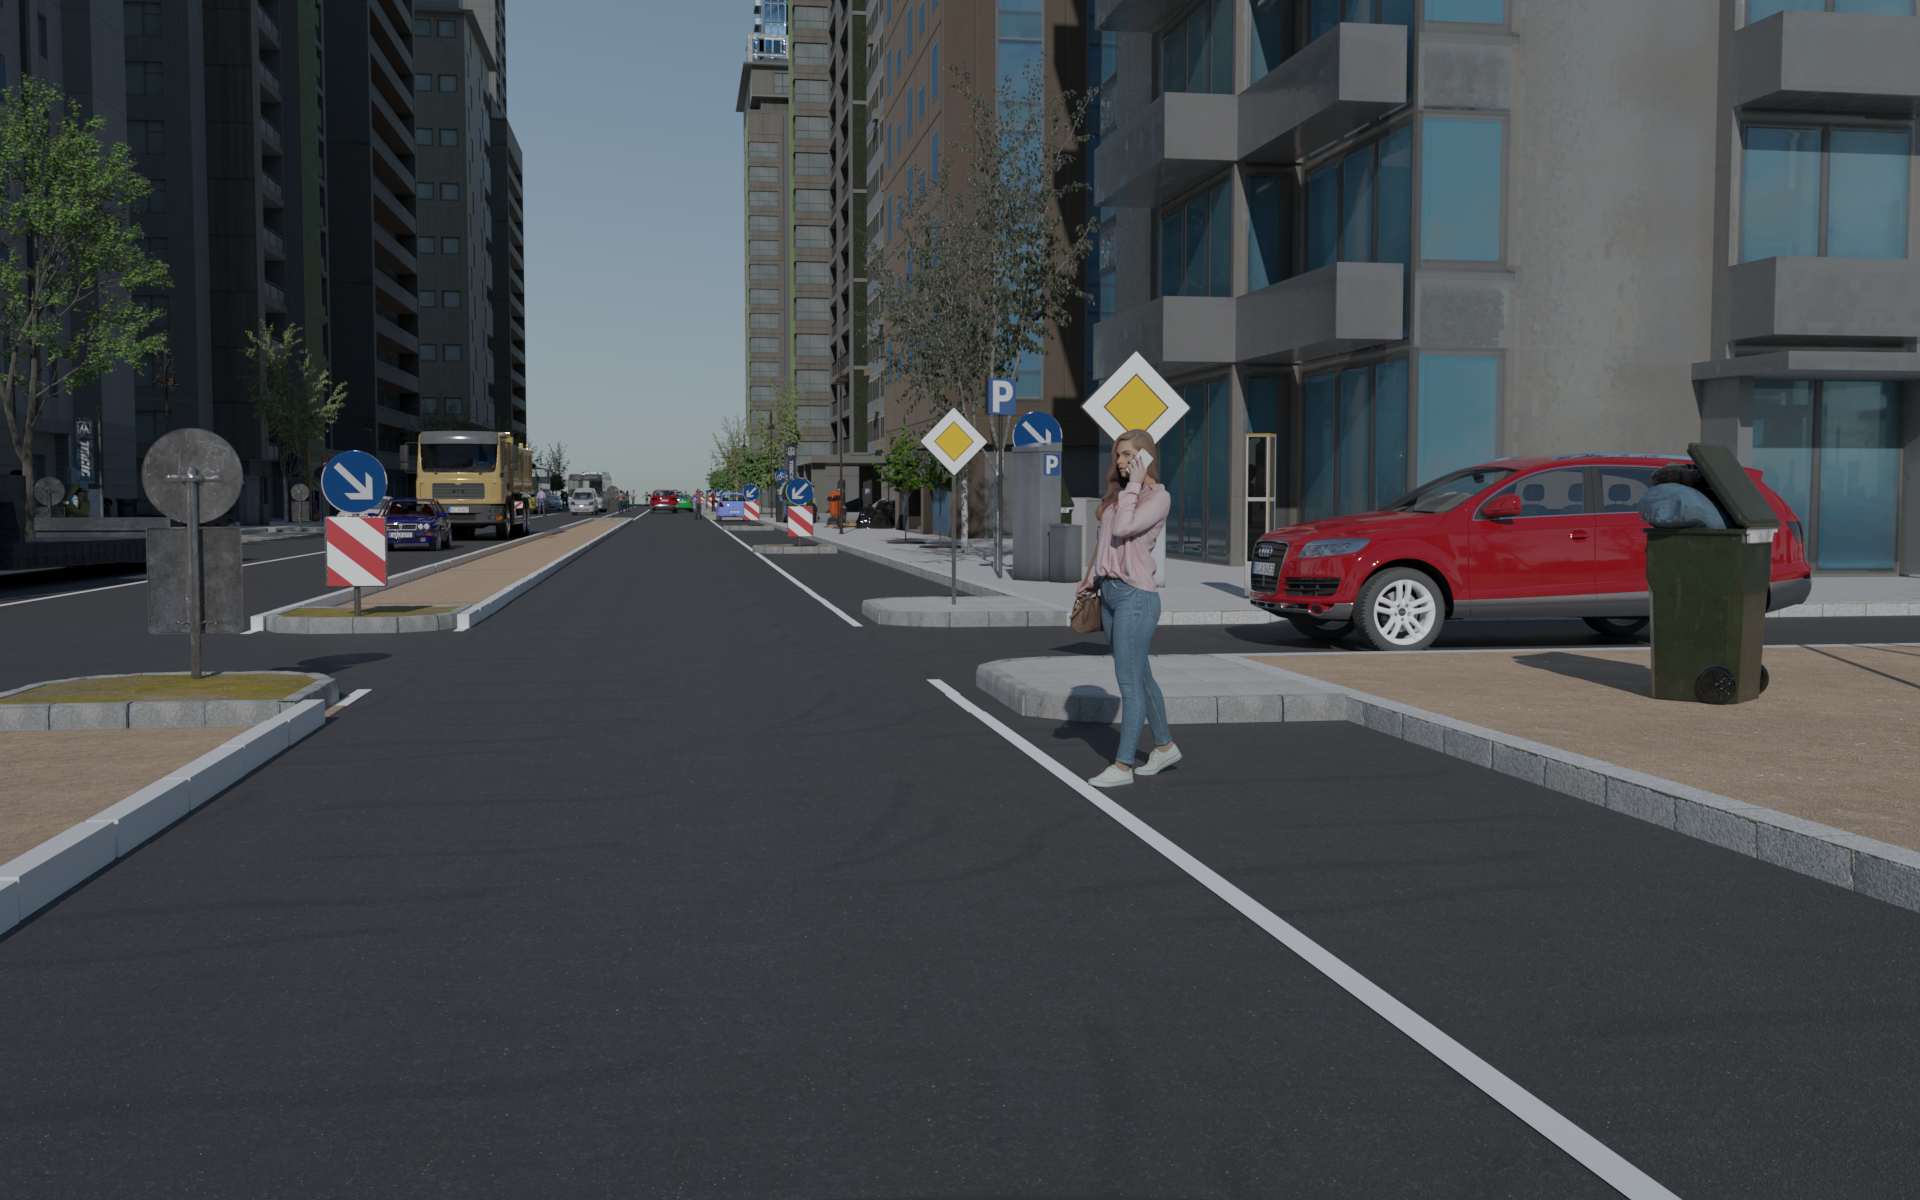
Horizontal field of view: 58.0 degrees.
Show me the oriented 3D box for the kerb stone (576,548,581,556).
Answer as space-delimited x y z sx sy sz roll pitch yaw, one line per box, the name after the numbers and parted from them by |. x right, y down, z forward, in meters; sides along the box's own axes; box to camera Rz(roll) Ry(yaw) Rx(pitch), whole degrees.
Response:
-8.711 -1.039 39.186 0.120 0.150 1.000 -1 4 -9 | kerb stone

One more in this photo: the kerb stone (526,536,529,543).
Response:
-12.621 -1.699 49.979 0.120 0.150 1.000 -1 4 -9 | kerb stone

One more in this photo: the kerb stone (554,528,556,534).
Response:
-14.460 -2.378 61.117 0.120 0.150 1.000 -1 4 -9 | kerb stone

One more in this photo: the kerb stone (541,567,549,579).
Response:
-7.045 -0.419 29.083 0.120 0.150 1.000 -1 4 -9 | kerb stone

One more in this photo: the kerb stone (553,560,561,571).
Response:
-7.547 -0.606 32.110 0.120 0.150 1.000 -1 4 -9 | kerb stone

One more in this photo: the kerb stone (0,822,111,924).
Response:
-3.295 0.973 6.292 0.120 0.150 1.000 -1 4 -9 | kerb stone

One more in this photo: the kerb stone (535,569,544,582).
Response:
-6.884 -0.359 28.073 0.120 0.150 1.000 -1 4 -9 | kerb stone

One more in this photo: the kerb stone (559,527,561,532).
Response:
-14.958 -2.566 64.143 0.120 0.150 1.000 -1 4 -9 | kerb stone

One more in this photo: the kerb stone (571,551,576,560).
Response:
-8.375 -0.915 37.156 0.120 0.150 1.000 -1 4 -9 | kerb stone

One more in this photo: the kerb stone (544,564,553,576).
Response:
-7.209 -0.482 30.094 0.120 0.150 1.000 -1 4 -9 | kerb stone

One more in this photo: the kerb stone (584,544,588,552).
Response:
-9.210 -1.222 42.215 0.120 0.150 1.000 -1 4 -9 | kerb stone

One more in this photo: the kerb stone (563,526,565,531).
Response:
-15.285 -2.689 66.169 0.120 0.150 1.000 -1 4 -9 | kerb stone

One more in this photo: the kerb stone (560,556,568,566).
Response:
-7.877 -0.730 34.127 0.120 0.150 1.000 -1 4 -9 | kerb stone

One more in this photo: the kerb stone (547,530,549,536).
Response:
-13.957 -2.192 58.077 0.120 0.150 1.000 -1 4 -9 | kerb stone

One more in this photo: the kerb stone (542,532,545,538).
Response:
-13.617 -2.070 56.047 0.120 0.150 1.000 -1 4 -9 | kerb stone

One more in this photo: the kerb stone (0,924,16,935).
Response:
-3.124 1.041 5.284 0.120 0.150 1.000 -1 4 -9 | kerb stone

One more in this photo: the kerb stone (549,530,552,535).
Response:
-14.119 -2.257 59.090 0.120 0.150 1.000 -1 4 -9 | kerb stone

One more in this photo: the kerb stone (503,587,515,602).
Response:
-6.053 -0.044 23.030 0.120 0.150 1.000 -1 4 -9 | kerb stone

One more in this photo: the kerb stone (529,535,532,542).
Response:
-12.782 -1.761 50.988 0.120 0.150 1.000 -1 4 -9 | kerb stone

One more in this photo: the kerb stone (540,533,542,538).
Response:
-13.455 -2.009 55.038 0.120 0.150 1.000 -1 4 -9 | kerb stone

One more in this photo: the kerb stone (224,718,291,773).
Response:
-3.792 0.787 9.329 0.120 0.150 1.000 -1 4 -9 | kerb stone

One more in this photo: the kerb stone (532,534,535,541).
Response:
-12.949 -1.823 51.997 0.120 0.150 1.000 -1 4 -9 | kerb stone

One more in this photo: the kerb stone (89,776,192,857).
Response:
-3.457 0.911 7.308 0.120 0.150 1.000 -1 4 -9 | kerb stone

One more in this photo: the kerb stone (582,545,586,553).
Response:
-9.046 -1.160 41.206 0.120 0.150 1.000 -1 4 -9 | kerb stone

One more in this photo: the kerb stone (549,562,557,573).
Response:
-7.380 -0.538 31.102 0.120 0.150 1.000 -1 4 -9 | kerb stone

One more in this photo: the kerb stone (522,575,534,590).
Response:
-6.545 -0.236 26.056 0.120 0.150 1.000 -1 4 -9 | kerb stone

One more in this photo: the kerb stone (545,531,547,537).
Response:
-13.786 -2.127 57.055 0.120 0.150 1.000 -1 4 -9 | kerb stone

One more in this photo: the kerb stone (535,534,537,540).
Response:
-13.112 -1.885 53.010 0.120 0.150 1.000 -1 4 -9 | kerb stone

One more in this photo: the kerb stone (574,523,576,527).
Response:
-16.451 -3.120 73.238 0.120 0.150 1.000 -1 4 -9 | kerb stone

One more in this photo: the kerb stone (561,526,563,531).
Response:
-15.123 -2.626 65.160 0.120 0.150 1.000 -1 4 -9 | kerb stone

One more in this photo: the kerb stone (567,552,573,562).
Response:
-8.214 -0.853 36.145 0.120 0.150 1.000 -1 4 -9 | kerb stone

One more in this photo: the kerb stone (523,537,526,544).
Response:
-12.457 -1.637 48.967 0.120 0.150 1.000 -1 4 -9 | kerb stone

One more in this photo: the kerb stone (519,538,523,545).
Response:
-12.289 -1.576 47.959 0.120 0.150 1.000 -1 4 -9 | kerb stone

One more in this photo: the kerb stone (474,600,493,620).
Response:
-5.544 0.134 20.002 0.120 0.150 1.000 -1 4 -9 | kerb stone

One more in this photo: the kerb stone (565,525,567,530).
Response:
-15.449 -2.750 67.177 0.120 0.150 1.000 -1 4 -9 | kerb stone

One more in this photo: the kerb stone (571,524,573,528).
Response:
-16.119 -2.998 71.210 0.120 0.150 1.000 -1 4 -9 | kerb stone

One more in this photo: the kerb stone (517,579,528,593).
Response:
-6.385 -0.174 25.046 0.120 0.150 1.000 -1 4 -9 | kerb stone

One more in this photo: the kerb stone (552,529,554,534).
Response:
-14.289 -2.318 60.102 0.120 0.150 1.000 -1 4 -9 | kerb stone

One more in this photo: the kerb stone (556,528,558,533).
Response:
-14.617 -2.442 62.128 0.120 0.150 1.000 -1 4 -9 | kerb stone

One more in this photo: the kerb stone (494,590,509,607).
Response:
-5.876 0.011 22.019 0.120 0.150 1.000 -1 4 -9 | kerb stone

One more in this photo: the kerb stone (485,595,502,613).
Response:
-5.704 0.072 21.012 0.120 0.150 1.000 -1 4 -9 | kerb stone

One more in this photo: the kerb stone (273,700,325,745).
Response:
-3.954 0.728 10.341 0.120 0.150 1.000 -1 4 -9 | kerb stone

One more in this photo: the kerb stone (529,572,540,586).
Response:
-6.705 -0.295 27.067 0.120 0.150 1.000 -1 4 -9 | kerb stone

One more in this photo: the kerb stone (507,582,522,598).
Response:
-6.220 -0.112 24.038 0.120 0.150 1.000 -1 4 -9 | kerb stone

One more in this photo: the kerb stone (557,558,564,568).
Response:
-7.717 -0.668 33.117 0.120 0.150 1.000 -1 4 -9 | kerb stone

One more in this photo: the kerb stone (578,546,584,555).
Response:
-8.878 -1.101 40.198 0.120 0.150 1.000 -1 4 -9 | kerb stone

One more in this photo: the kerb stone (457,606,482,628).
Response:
-5.387 0.201 18.988 0.120 0.150 1.000 -1 4 -9 | kerb stone

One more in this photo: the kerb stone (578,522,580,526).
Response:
-16.948 -3.307 76.263 0.120 0.150 1.000 -1 4 -9 | kerb stone

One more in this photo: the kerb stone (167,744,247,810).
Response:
-3.622 0.849 8.317 0.120 0.150 1.000 -1 4 -9 | kerb stone

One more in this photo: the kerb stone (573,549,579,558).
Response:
-8.546 -0.977 38.169 0.120 0.150 1.000 -1 4 -9 | kerb stone

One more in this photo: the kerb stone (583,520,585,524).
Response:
-17.613 -3.554 80.307 0.120 0.150 1.000 -1 4 -9 | kerb stone

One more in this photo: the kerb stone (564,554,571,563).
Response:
-8.044 -0.792 35.137 0.120 0.150 1.000 -1 4 -9 | kerb stone

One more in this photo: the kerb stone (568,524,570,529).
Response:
-15.784 -2.875 69.194 0.120 0.150 1.000 -1 4 -9 | kerb stone

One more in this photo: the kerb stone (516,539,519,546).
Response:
-12.120 -1.513 46.951 0.120 0.150 1.000 -1 4 -9 | kerb stone

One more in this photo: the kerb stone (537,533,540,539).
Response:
-13.285 -1.945 54.020 0.120 0.150 1.000 -1 4 -9 | kerb stone

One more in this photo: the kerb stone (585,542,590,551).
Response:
-9.379 -1.286 43.223 0.120 0.150 1.000 -1 4 -9 | kerb stone
